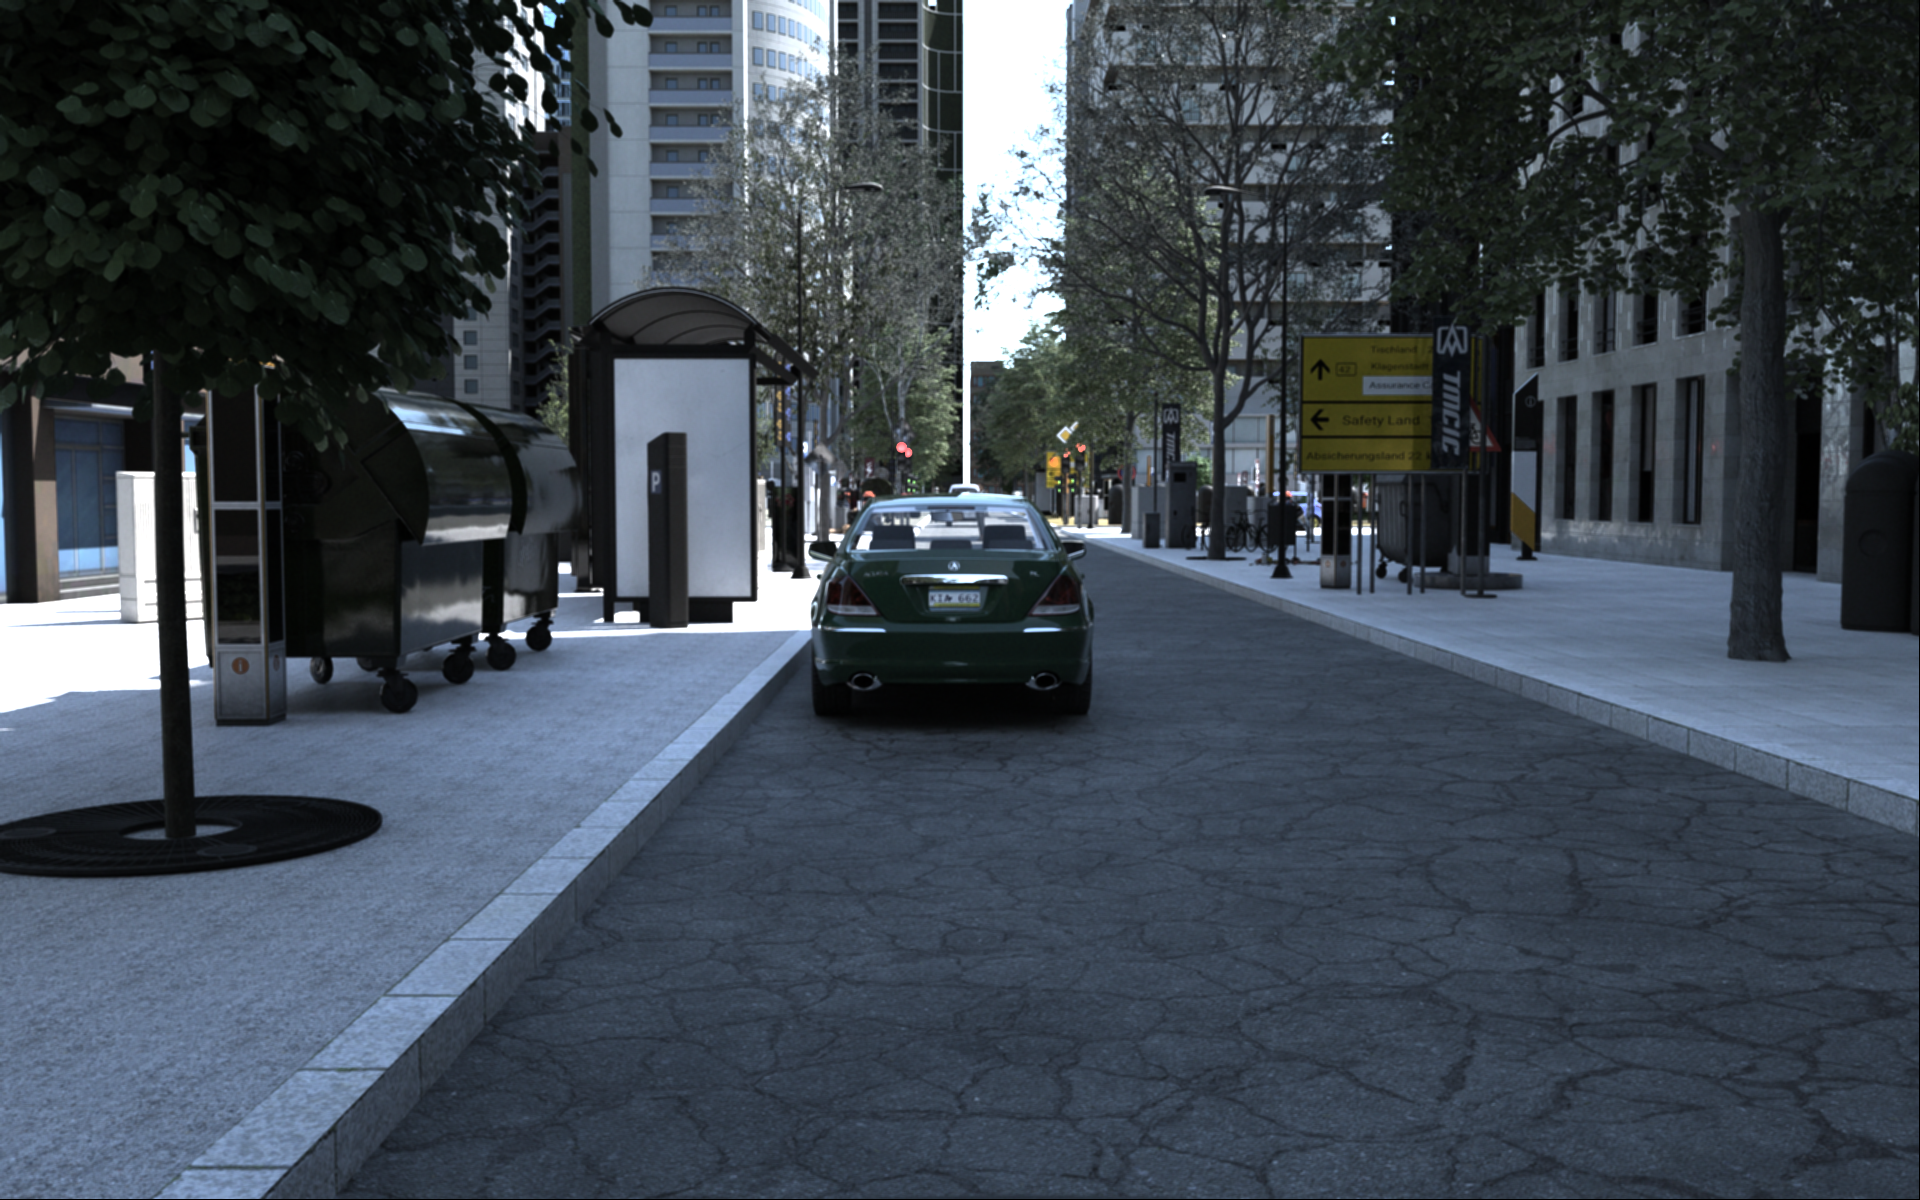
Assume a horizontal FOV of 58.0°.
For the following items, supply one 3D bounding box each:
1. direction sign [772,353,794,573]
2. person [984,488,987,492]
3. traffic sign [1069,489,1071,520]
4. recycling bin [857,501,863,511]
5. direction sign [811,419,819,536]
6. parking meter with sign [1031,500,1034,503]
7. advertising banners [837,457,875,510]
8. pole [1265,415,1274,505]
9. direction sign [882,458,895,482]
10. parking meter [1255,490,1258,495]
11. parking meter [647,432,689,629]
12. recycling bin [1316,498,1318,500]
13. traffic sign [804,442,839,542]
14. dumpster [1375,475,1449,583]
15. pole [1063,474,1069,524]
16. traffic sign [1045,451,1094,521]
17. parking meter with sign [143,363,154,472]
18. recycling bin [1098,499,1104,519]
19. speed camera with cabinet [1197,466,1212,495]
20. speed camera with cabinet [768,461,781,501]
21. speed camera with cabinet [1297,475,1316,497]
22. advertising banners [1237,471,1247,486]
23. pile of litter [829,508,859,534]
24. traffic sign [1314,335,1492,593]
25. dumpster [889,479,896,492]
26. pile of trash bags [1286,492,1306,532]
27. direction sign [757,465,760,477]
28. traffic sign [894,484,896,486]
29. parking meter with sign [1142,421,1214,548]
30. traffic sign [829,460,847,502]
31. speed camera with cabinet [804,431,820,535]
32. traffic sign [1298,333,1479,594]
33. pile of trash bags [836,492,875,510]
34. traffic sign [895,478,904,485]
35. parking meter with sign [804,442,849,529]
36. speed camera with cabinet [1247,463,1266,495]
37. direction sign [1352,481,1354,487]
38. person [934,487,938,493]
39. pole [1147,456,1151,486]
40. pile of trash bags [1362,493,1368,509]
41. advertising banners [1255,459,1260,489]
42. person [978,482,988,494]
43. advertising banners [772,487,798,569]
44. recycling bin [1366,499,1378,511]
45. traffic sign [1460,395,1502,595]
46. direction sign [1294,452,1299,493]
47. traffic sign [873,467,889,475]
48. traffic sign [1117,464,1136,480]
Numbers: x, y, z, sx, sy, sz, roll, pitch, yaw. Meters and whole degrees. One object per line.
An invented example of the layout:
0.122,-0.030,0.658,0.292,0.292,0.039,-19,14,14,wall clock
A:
-2.900,-2.226,28.393,0.379,3.537,0.876,1,4,10,direction sign
1.732,-6.307,111.811,0.583,1.804,0.606,0,4,7,person
5.529,-5.323,87.039,0.884,2.594,0.081,0,4,6,traffic sign
-3.325,-3.140,63.886,0.722,1.027,0.722,-2,4,-29,recycling bin
-4.373,-3.717,52.767,0.379,3.537,0.876,0,4,2,direction sign
5.287,-7.276,115.230,0.543,3.016,1.738,-3,5,-44,parking meter with sign
-5.057,-5.300,82.839,2.074,3.025,0.090,1,4,13,advertising banners
7.990,-3.110,44.695,0.158,3.312,0.155,0,3,0,pole
-4.552,-7.226,110.148,0.876,3.537,0.379,1,4,17,direction sign
19.314,-6.369,112.552,0.372,1.533,0.369,0,3,0,parking meter
-2.805,-0.667,16.620,0.255,1.863,0.399,-3,4,-37,parking meter
22.674,-6.049,111.454,0.722,1.027,0.722,2,4,26,recycling bin
-3.092,-2.283,38.516,0.795,2.450,0.064,0,4,5,traffic sign
6.923,-1.215,25.616,1.264,1.857,1.865,0,4,0,dumpster
4.507,-4.876,73.562,0.158,3.312,0.155,0,3,0,pole
5.139,-5.339,81.166,2.265,3.308,0.079,0,4,2,traffic sign
-8.078,-1.410,19.314,1.738,3.016,0.543,-1,4,-13,parking meter with sign
7.313,-4.712,89.599,0.722,1.027,0.722,2,4,31,recycling bin
17.256,-7.932,124.021,2.038,3.252,0.660,3,4,37,speed camera with cabinet
-10.800,-6.698,103.854,0.660,3.252,2.038,-2,4,-32,speed camera with cabinet
25.925,-8.291,129.886,0.660,3.252,2.038,-1,4,-23,speed camera with cabinet
21.220,-8.338,132.516,0.090,3.025,2.074,-3,4,-37,advertising banners
-3.640,-2.541,55.514,1.176,0.858,1.719,0,4,-7,pile of litter
5.668,-1.741,22.343,2.265,3.308,0.079,0,4,3,traffic sign
-4.800,-6.838,114.297,1.502,2.255,1.985,0,4,0,dumpster
11.275,-3.114,60.660,1.912,1.369,3.447,1,4,15,pile of trash bags
-13.522,-7.552,115.470,0.379,3.537,0.876,1,4,20,direction sign
-4.672,-8.044,131.631,0.768,2.556,0.104,0,4,3,traffic sign
5.230,-2.743,41.116,1.738,3.016,0.543,0,4,-6,parking meter with sign
-4.526,-3.862,63.251,0.768,2.556,0.104,0,4,5,traffic sign
-4.851,-3.718,55.121,0.660,3.252,2.038,0,4,5,speed camera with cabinet
5.425,-1.722,22.033,2.265,3.308,0.079,0,4,0,traffic sign
-5.227,-5.398,98.010,3.447,1.369,1.912,2,4,31,pile of trash bags
-4.330,-7.554,123.609,0.768,2.556,0.104,0,4,6,traffic sign
-4.489,-3.735,57.330,1.738,3.016,0.543,2,4,26,parking meter with sign
18.955,-7.157,111.355,2.038,3.252,0.660,3,4,38,speed camera with cabinet
30.256,-8.643,133.304,0.379,3.537,0.876,-1,4,-19,direction sign
-1.110,-4.715,86.081,0.782,1.767,0.515,-1,4,-9,person
10.143,-6.066,93.029,0.158,3.312,0.155,0,3,0,pole
22.597,-5.722,103.302,3.447,1.369,1.912,0,4,5,pile of trash bags
15.155,-5.522,86.472,0.090,3.025,2.074,2,4,35,advertising banners
0.579,-2.684,52.664,0.520,1.790,0.573,3,4,37,person
-3.709,-2.037,29.500,2.074,3.025,0.090,-1,4,-11,advertising banners
23.205,-5.177,97.203,0.722,1.027,0.722,0,4,5,recycling bin
6.380,-1.339,21.893,0.884,2.594,0.081,0,4,2,traffic sign
18.066,-6.184,93.113,0.379,3.537,0.876,2,4,25,direction sign
-3.702,-4.969,81.354,0.768,2.556,0.104,0,4,6,traffic sign
6.858,-4.359,71.375,0.768,2.556,0.104,0,4,3,traffic sign
